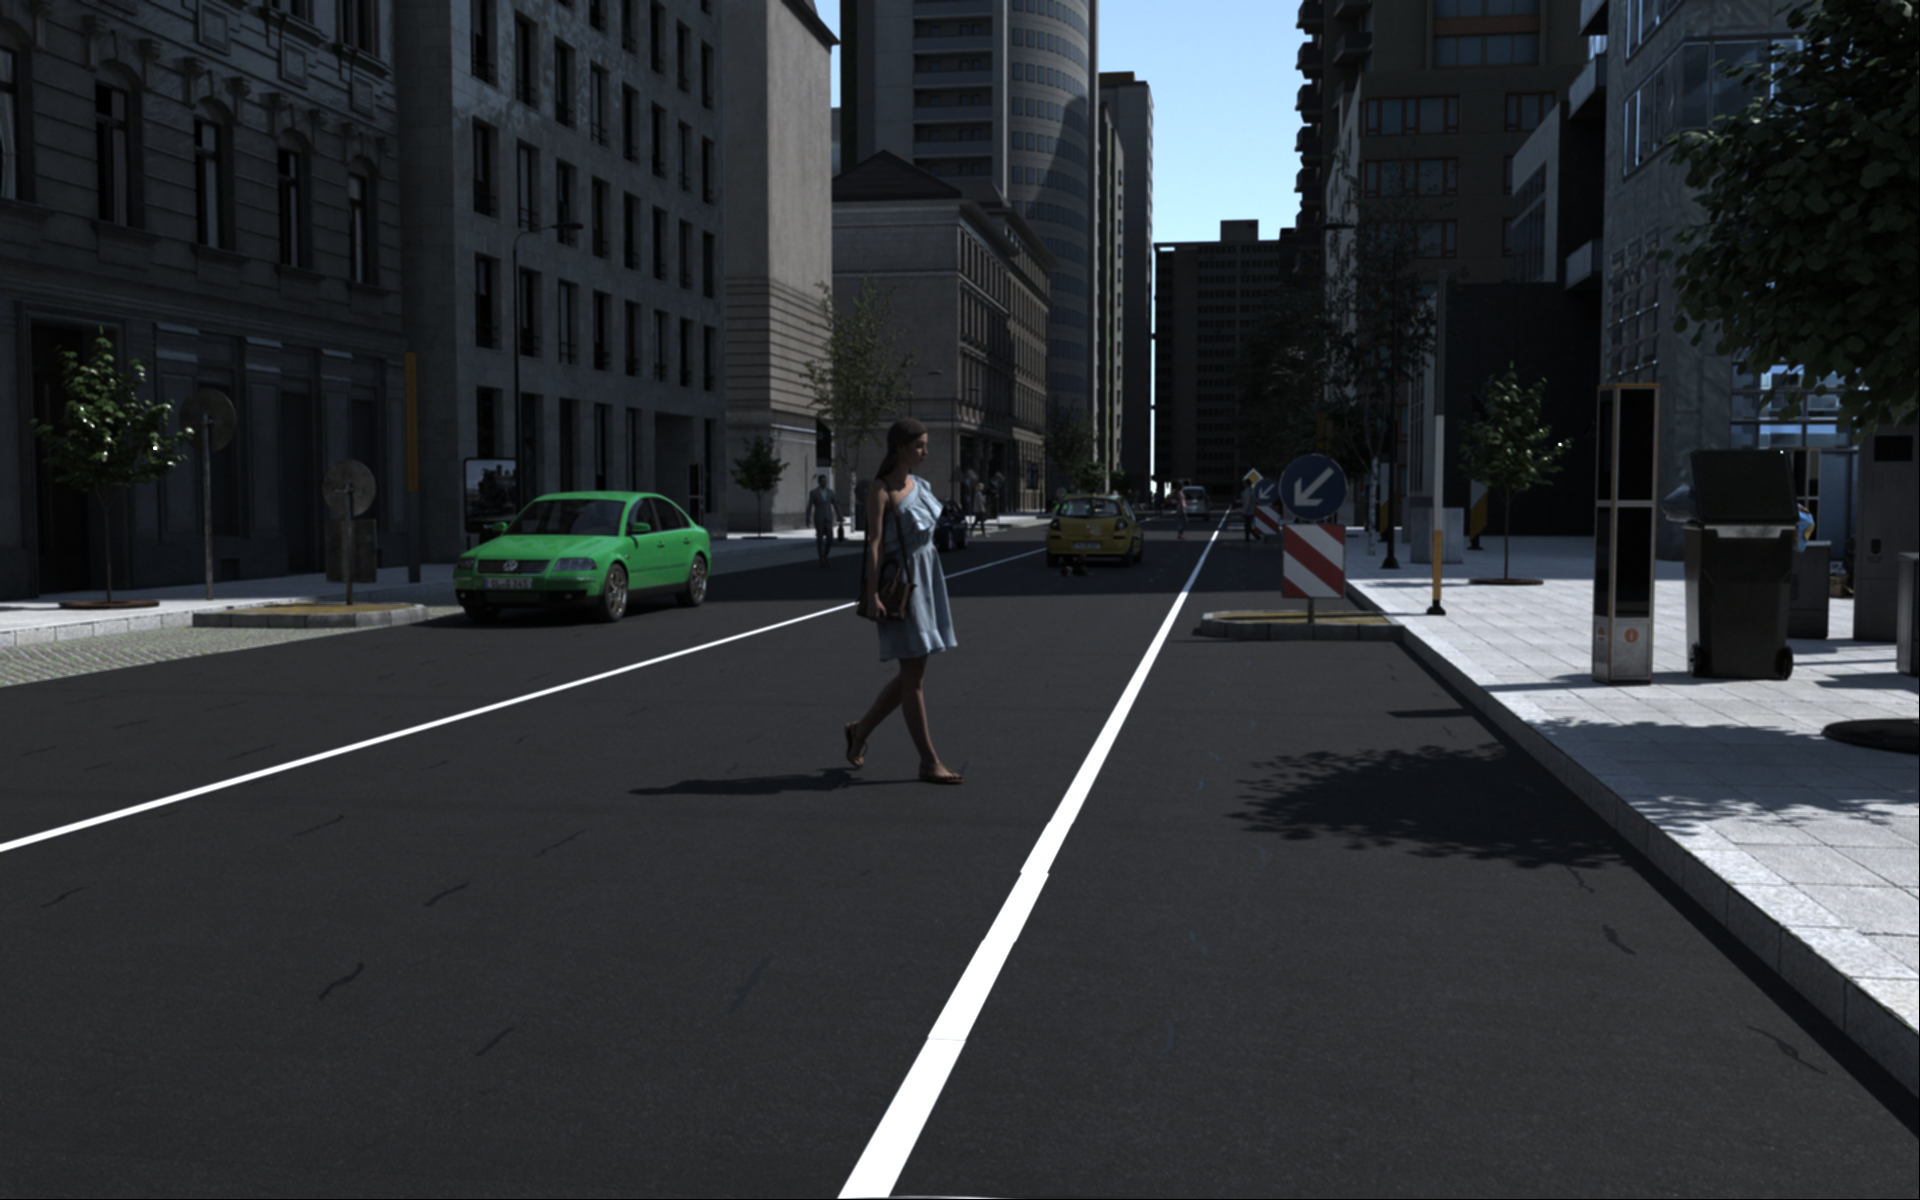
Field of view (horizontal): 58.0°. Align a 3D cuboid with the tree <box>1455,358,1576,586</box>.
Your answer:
[{"bbox_3d":[7.950,-1.842,24.717,1.663,3.219,1.824,0,3,0],"label":"tree"}]

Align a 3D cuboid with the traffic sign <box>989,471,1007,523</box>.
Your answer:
[{"bbox_3d":[1.676,-4.420,75.911,0.795,2.450,0.064,1,4,9],"label":"traffic sign"}]

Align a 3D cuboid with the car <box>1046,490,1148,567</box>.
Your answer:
[{"bbox_3d":[2.803,-1.543,35.458,2.015,1.641,3.980,1,4,10],"label":"car"}]

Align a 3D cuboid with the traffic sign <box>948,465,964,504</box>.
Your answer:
[{"bbox_3d":[-0.102,-4.737,77.452,0.884,2.594,0.081,1,4,14],"label":"traffic sign"}]

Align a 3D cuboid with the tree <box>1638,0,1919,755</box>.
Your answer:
[{"bbox_3d":[5.265,-1.530,8.733,4.285,4.588,4.351,0,3,0],"label":"tree"}]

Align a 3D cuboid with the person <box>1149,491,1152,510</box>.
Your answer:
[{"bbox_3d":[17.131,-8.936,155.527,0.530,1.710,0.541,2,4,33],"label":"person"}]

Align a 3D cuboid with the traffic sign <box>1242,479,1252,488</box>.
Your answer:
[{"bbox_3d":[12.480,-4.313,74.167,0.795,2.450,0.064,1,4,9],"label":"traffic sign"}]

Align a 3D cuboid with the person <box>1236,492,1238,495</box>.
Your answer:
[{"bbox_3d":[35.161,-12.868,219.443,0.434,1.755,0.990,1,4,12],"label":"person"}]

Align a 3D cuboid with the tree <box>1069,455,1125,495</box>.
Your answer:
[{"bbox_3d":[10.692,-9.885,145.332,4.285,4.588,4.351,0,3,0],"label":"tree"}]

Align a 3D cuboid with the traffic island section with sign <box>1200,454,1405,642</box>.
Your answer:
[{"bbox_3d":[3.503,-0.567,17.897,1.989,1.847,2.006,1,4,9],"label":"traffic island section with sign"}]

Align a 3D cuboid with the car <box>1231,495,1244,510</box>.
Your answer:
[{"bbox_3d":[25.847,-8.959,159.055,1.945,1.354,3.894,0,4,7],"label":"car"}]

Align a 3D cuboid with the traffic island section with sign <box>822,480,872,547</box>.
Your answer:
[{"bbox_3d":[-2.621,-2.358,47.173,1.989,1.847,2.006,1,4,9],"label":"traffic island section with sign"}]

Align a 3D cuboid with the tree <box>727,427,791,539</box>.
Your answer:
[{"bbox_3d":[-5.815,-3.375,49.785,1.663,3.219,1.824,0,3,0],"label":"tree"}]

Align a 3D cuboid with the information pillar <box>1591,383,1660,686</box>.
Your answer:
[{"bbox_3d":[4.485,-0.440,11.685,0.304,2.012,0.304,0,4,-2],"label":"information pillar"}]

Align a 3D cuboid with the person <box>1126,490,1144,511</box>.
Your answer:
[{"bbox_3d":[14.617,-8.367,145.514,1.509,1.804,0.699,2,4,26],"label":"person"}]

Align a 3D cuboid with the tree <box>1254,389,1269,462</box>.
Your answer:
[{"bbox_3d":[15.945,-8.061,82.158,4.360,8.622,3.978,0,3,0],"label":"tree"}]

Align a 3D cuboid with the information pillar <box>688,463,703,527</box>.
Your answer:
[{"bbox_3d":[-6.232,-2.223,40.840,0.304,2.012,0.304,0,4,4],"label":"information pillar"}]

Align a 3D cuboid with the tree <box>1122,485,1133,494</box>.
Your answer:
[{"bbox_3d":[19.730,-12.848,204.670,1.663,3.219,1.824,0,3,0],"label":"tree"}]

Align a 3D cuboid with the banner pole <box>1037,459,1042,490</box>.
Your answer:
[{"bbox_3d":[5.454,-8.068,121.932,0.863,3.779,0.401,0,4,6],"label":"banner pole"}]

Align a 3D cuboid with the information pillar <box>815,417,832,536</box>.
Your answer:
[{"bbox_3d":[-4.170,-3.764,52.894,0.504,3.616,0.183,1,4,19],"label":"information pillar"}]

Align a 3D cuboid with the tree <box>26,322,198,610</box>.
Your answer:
[{"bbox_3d":[-9.705,-1.520,19.447,1.663,3.219,1.824,0,3,0],"label":"tree"}]

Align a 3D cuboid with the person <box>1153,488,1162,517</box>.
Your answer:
[{"bbox_3d":[12.656,-6.236,110.633,0.721,1.800,0.419,0,4,-2],"label":"person"}]

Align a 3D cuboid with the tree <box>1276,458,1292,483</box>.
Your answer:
[{"bbox_3d":[17.756,-5.992,92.574,1.663,3.219,1.824,0,3,0],"label":"tree"}]

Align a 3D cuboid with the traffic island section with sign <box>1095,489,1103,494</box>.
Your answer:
[{"bbox_3d":[10.302,-7.296,127.925,1.989,1.847,2.006,1,4,9],"label":"traffic island section with sign"}]

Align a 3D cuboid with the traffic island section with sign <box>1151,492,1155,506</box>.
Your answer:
[{"bbox_3d":[22.375,-11.909,203.342,1.989,1.847,2.006,1,4,9],"label":"traffic island section with sign"}]

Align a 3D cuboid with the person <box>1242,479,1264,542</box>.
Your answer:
[{"bbox_3d":[7.876,-2.346,46.708,0.795,1.843,0.661,2,4,29],"label":"person"}]

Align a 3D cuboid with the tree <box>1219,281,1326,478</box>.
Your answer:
[{"bbox_3d":[20.605,-12.113,104.699,9.857,13.997,8.962,0,3,0],"label":"tree"}]

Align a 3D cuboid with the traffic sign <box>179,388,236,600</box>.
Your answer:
[{"bbox_3d":[-9.067,-1.269,20.855,0.768,2.556,0.104,1,4,12],"label":"traffic sign"}]

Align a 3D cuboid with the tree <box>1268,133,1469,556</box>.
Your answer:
[{"bbox_3d":[8.617,-5.248,36.167,4.360,8.622,3.978,0,3,0],"label":"tree"}]

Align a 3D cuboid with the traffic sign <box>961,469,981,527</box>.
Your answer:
[{"bbox_3d":[0.414,-3.938,68.025,0.795,2.450,0.064,1,4,9],"label":"traffic sign"}]

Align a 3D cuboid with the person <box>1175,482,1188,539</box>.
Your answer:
[{"bbox_3d":[7.038,-2.844,55.003,0.388,1.821,0.555,-1,4,-16],"label":"person"}]

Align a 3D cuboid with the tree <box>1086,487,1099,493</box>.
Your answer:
[{"bbox_3d":[12.158,-10.012,158.294,1.663,3.219,1.824,0,3,0],"label":"tree"}]

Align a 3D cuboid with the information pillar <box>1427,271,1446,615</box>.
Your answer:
[{"bbox_3d":[5.102,-1.658,18.463,0.183,3.616,0.504,1,4,13],"label":"information pillar"}]

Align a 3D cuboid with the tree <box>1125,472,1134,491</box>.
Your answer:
[{"bbox_3d":[18.148,-13.136,198.480,4.285,4.588,4.351,0,3,0],"label":"tree"}]

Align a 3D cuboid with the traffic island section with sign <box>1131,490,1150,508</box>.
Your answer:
[{"bbox_3d":[18.120,-10.281,176.723,1.989,1.847,2.006,1,4,9],"label":"traffic island section with sign"}]

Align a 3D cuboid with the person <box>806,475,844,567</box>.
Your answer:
[{"bbox_3d":[-2.669,-1.560,34.132,0.709,1.813,0.853,-2,4,-27],"label":"person"}]

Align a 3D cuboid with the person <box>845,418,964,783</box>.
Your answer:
[{"bbox_3d":[-0.323,-0.006,8.699,0.778,1.811,0.616,3,4,37],"label":"person"}]

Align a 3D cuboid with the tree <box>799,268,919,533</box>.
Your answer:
[{"bbox_3d":[-3.495,-6.547,57.413,4.737,8.622,4.395,0,3,0],"label":"tree"}]

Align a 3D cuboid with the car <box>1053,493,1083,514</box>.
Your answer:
[{"bbox_3d":[5.332,-4.395,80.650,1.959,1.807,4.718,0,4,7],"label":"car"}]

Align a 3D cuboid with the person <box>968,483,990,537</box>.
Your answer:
[{"bbox_3d":[0.627,-3.008,57.867,0.728,1.800,0.709,0,4,-3],"label":"person"}]

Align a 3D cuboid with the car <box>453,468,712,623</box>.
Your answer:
[{"bbox_3d":[-4.422,-0.735,20.815,1.959,1.807,4.718,1,4,10],"label":"car"}]

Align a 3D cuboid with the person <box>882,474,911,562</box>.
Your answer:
[{"bbox_3d":[-1.014,-1.401,31.501,0.778,1.811,0.616,-1,4,-15],"label":"person"}]

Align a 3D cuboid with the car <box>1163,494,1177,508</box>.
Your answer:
[{"bbox_3d":[22.102,-10.416,179.342,2.155,1.783,4.494,0,4,7],"label":"car"}]

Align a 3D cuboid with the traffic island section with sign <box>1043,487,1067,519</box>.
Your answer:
[{"bbox_3d":[5.918,-5.620,100.515,1.989,1.847,2.006,1,4,9],"label":"traffic island section with sign"}]

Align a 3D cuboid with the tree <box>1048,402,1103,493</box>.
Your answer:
[{"bbox_3d":[9.206,-11.465,137.814,4.737,8.622,4.395,0,3,0],"label":"tree"}]

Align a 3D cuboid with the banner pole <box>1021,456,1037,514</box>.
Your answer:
[{"bbox_3d":[4.410,-7.580,113.943,0.863,3.779,0.401,-2,4,-33],"label":"banner pole"}]

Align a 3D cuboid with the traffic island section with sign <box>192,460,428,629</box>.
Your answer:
[{"bbox_3d":[-7.080,-0.652,19.293,1.989,1.847,2.006,1,4,9],"label":"traffic island section with sign"}]

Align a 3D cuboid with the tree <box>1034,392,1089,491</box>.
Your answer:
[{"bbox_3d":[7.377,-10.636,124.268,4.360,8.622,3.978,0,3,0],"label":"tree"}]

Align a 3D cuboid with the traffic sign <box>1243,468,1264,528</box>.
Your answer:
[{"bbox_3d":[11.218,-3.831,66.282,0.795,2.450,0.064,1,4,9],"label":"traffic sign"}]

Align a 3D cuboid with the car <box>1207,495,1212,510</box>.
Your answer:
[{"bbox_3d":[22.327,-9.025,159.554,2.014,1.417,4.499,1,4,10],"label":"car"}]

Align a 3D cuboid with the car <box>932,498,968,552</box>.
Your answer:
[{"bbox_3d":[-0.881,-1.942,44.329,1.945,1.354,3.894,1,4,9],"label":"car"}]

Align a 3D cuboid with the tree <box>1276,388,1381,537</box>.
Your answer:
[{"bbox_3d":[11.271,-4.196,52.322,4.285,4.588,4.351,0,3,0],"label":"tree"}]

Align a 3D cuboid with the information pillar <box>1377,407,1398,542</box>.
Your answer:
[{"bbox_3d":[11.391,-3.347,46.073,0.183,3.616,0.504,-3,4,-37],"label":"information pillar"}]
